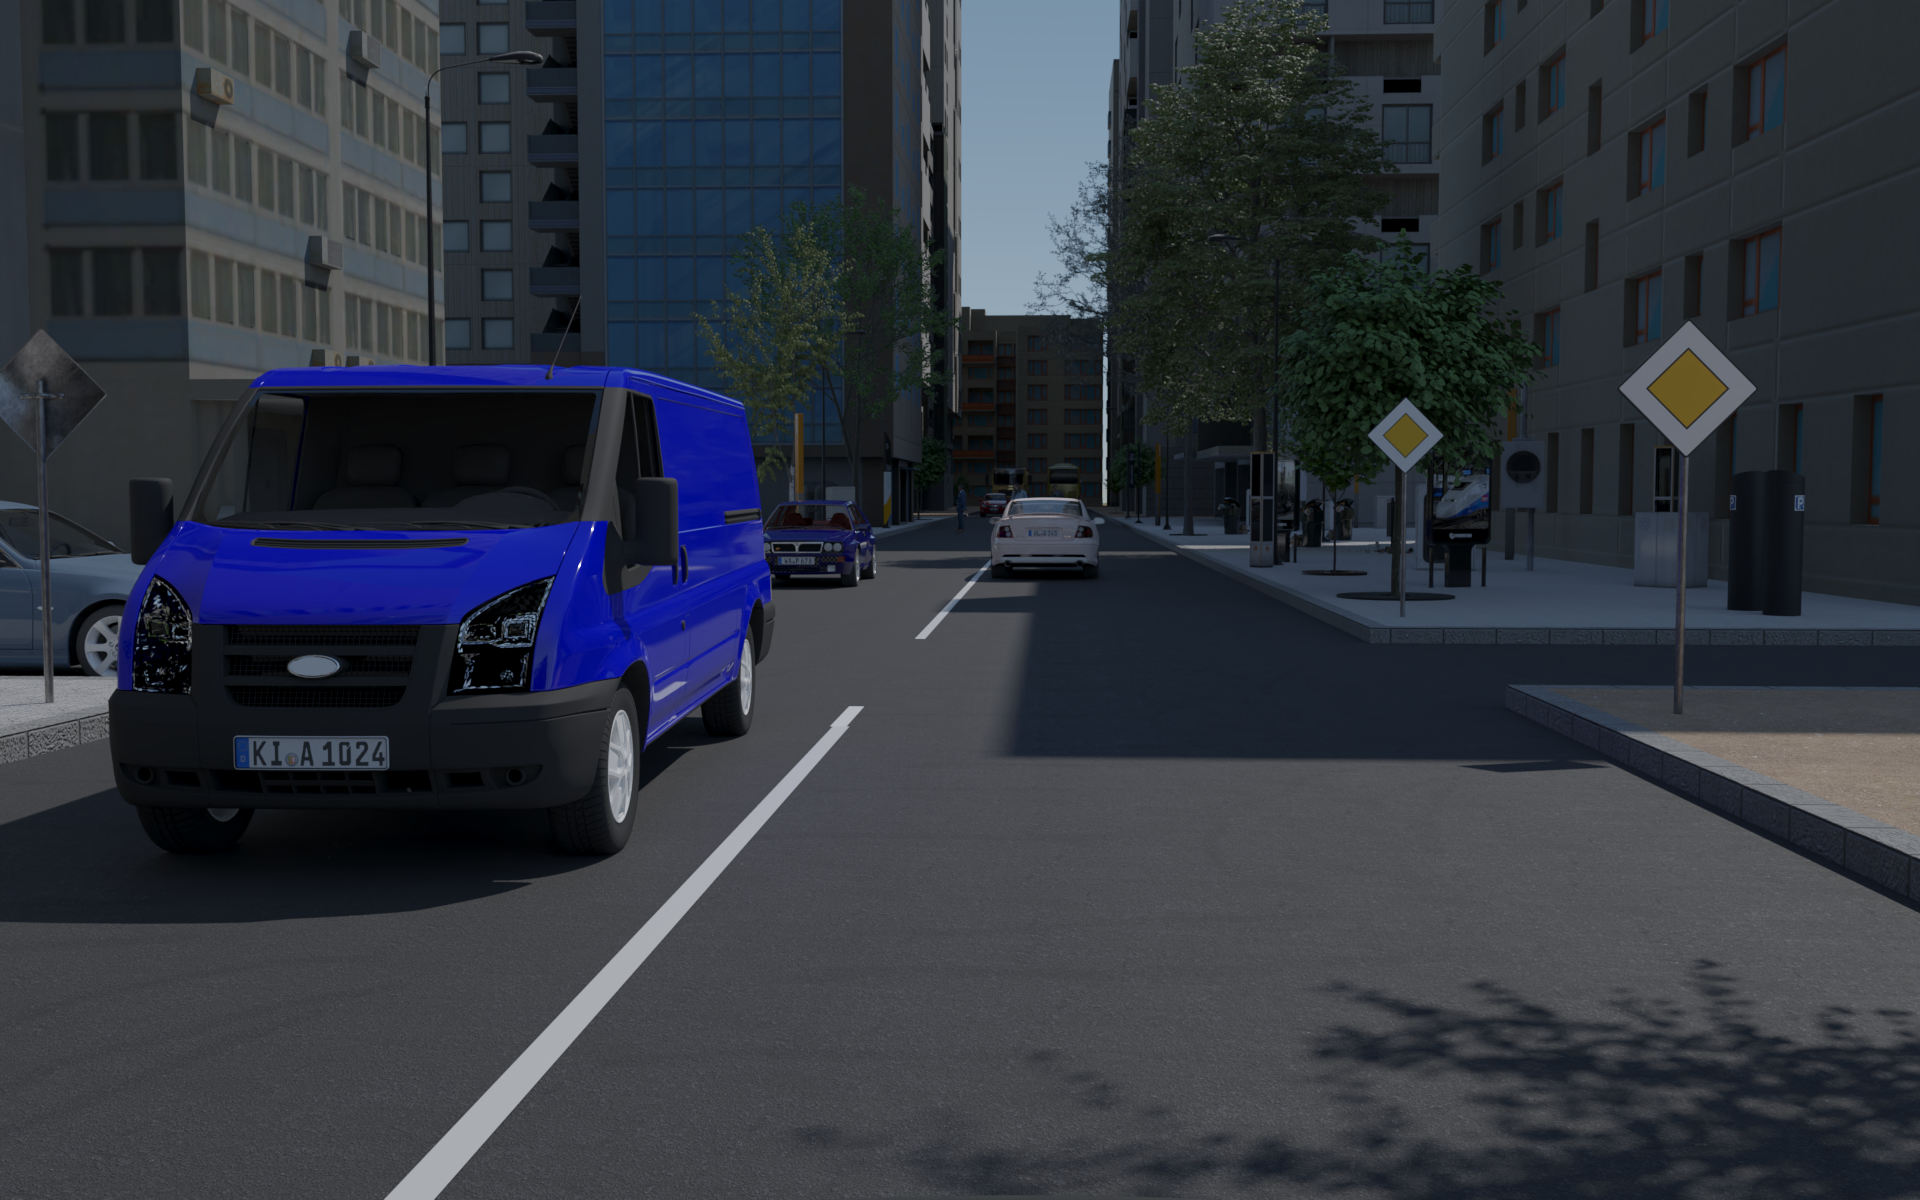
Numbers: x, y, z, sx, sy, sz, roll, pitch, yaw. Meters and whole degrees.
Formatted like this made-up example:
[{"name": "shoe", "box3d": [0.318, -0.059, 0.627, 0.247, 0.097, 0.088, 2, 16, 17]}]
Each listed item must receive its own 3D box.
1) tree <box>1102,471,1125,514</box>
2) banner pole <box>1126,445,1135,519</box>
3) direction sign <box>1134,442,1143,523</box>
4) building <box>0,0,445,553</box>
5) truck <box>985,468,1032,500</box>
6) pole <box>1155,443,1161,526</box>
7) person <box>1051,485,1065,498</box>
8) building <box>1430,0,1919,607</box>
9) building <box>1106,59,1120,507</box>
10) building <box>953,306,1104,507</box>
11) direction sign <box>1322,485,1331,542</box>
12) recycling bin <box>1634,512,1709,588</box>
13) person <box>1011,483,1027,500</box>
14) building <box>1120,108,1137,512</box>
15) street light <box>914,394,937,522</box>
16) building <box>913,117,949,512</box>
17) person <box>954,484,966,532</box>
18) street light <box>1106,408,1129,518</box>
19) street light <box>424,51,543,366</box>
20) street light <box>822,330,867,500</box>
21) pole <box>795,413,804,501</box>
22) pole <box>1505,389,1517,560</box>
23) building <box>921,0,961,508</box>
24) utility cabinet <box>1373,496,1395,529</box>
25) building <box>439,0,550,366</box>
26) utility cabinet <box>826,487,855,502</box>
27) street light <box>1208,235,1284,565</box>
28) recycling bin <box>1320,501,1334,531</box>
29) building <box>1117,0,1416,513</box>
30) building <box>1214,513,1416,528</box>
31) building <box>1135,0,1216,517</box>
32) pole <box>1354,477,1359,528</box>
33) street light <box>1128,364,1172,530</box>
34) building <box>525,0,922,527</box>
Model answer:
[{"name": "tree", "box3d": [10.204, -7.340, 114.617, 1.663, 3.219, 1.824, 0, 3, 0]}, {"name": "banner pole", "box3d": [8.671, -6.013, 88.335, 0.401, 3.779, 0.863, 3, 5, 42]}, {"name": "direction sign", "box3d": [7.856, -5.144, 76.109, 0.379, 3.537, 0.876, 0, 4, 1]}, {"name": "building", "box3d": [-23.564, -20.745, 31.065, 32.217, 40.220, 23.993, 0, 4, 3]}, {"name": "truck", "box3d": [3.888, -8.380, 132.937, 3.469, 3.379, 9.791, 0, 4, 4]}, {"name": "pole", "box3d": [7.981, -4.645, 69.793, 0.158, 3.312, 0.155, 0, 3, 0]}, {"name": "person", "box3d": [4.407, -4.249, 77.773, 0.655, 1.846, 0.447, 1, 4, 16]}, {"name": "building", "box3d": [26.038, -11.358, 30.750, 28.899, 21.520, 27.650, 0, 4, 3]}, {"name": "building", "box3d": [26.510, -34.371, 185.667, 21.600, 48.544, 21.300, 0, 4, 3]}, {"name": "building", "box3d": [1.020, -21.232, 192.190, 28.899, 21.520, 27.650, 0, 4, 3]}, {"name": "direction sign", "box3d": [9.794, -3.338, 46.574, 0.876, 3.537, 0.379, 3, 5, 44]}, {"name": "recycling bin", "box3d": [9.841, -0.698, 23.961, 0.722, 1.027, 0.722, -3, 4, -37]}, {"name": "person", "box3d": [2.056, -3.042, 58.506, 0.793, 1.790, 0.793, 0, 4, -5]}, {"name": "building", "box3d": [19.279, -22.085, 132.787, 14.160, 30.474, 14.107, 0, 4, 3]}, {"name": "street light", "box3d": [-1.746, -6.613, 80.655, 1.470, 5.913, 1.316, 0, 4, 3]}, {"name": "building", "box3d": [-8.324, -21.869, 129.258, 14.160, 30.474, 14.107, 0, 4, 3]}, {"name": "person", "box3d": [0.039, -3.468, 65.385, 0.419, 1.800, 0.721, -1, 4, -9]}, {"name": "street light", "box3d": [8.504, -7.369, 93.022, 1.470, 5.913, 1.316, 0, 4, 3]}, {"name": "street light", "box3d": [-5.074, -2.803, 18.371, 1.470, 5.913, 1.316, 0, 4, 3]}, {"name": "street light", "box3d": [-3.344, -4.695, 49.306, 1.470, 5.913, 1.316, 0, 4, 3]}, {"name": "pole", "box3d": [-4.067, -3.060, 43.872, 0.158, 3.312, 0.155, 0, 3, 0]}, {"name": "pole", "box3d": [10.714, -2.436, 33.672, 0.158, 3.312, 0.155, 0, 3, 0]}, {"name": "building", "box3d": [-13.502, -34.564, 154.358, 27.495, 52.752, 28.713, 0, 4, 3]}, {"name": "utility cabinet", "box3d": [15.877, -3.245, 64.221, 1.020, 1.237, 0.306, 0, 4, -8]}, {"name": "building", "box3d": [-16.001, -31.741, 108.198, 28.713, 52.752, 27.495, 0, 4, 3]}, {"name": "utility cabinet", "box3d": [-3.605, -2.653, 52.057, 0.318, 1.500, 1.173, 2, 4, 29]}, {"name": "street light", "box3d": [5.135, -3.584, 31.147, 1.470, 5.913, 1.316, 0, 4, 3]}, {"name": "recycling bin", "box3d": [12.866, -2.974, 61.175, 0.722, 1.027, 0.722, 2, 4, 31]}, {"name": "building", "box3d": [27.888, -34.464, 152.723, 28.713, 52.752, 27.495, 0, 4, 3]}, {"name": "building", "box3d": [23.926, -29.873, 77.668, 28.713, 52.752, 27.495, 0, 4, 3]}, {"name": "building", "box3d": [21.863, -34.779, 110.642, 21.231, 58.520, 28.212, 0, 4, 3]}, {"name": "pole", "box3d": [14.900, -4.357, 65.081, 0.158, 3.312, 0.155, 0, 3, 0]}, {"name": "street light", "box3d": [6.905, -5.476, 62.080, 1.470, 5.913, 1.316, 0, 4, 3]}, {"name": "building", "box3d": [-9.043, -25.814, 72.162, 14.600, 45.320, 14.200, 0, 4, 3]}]
